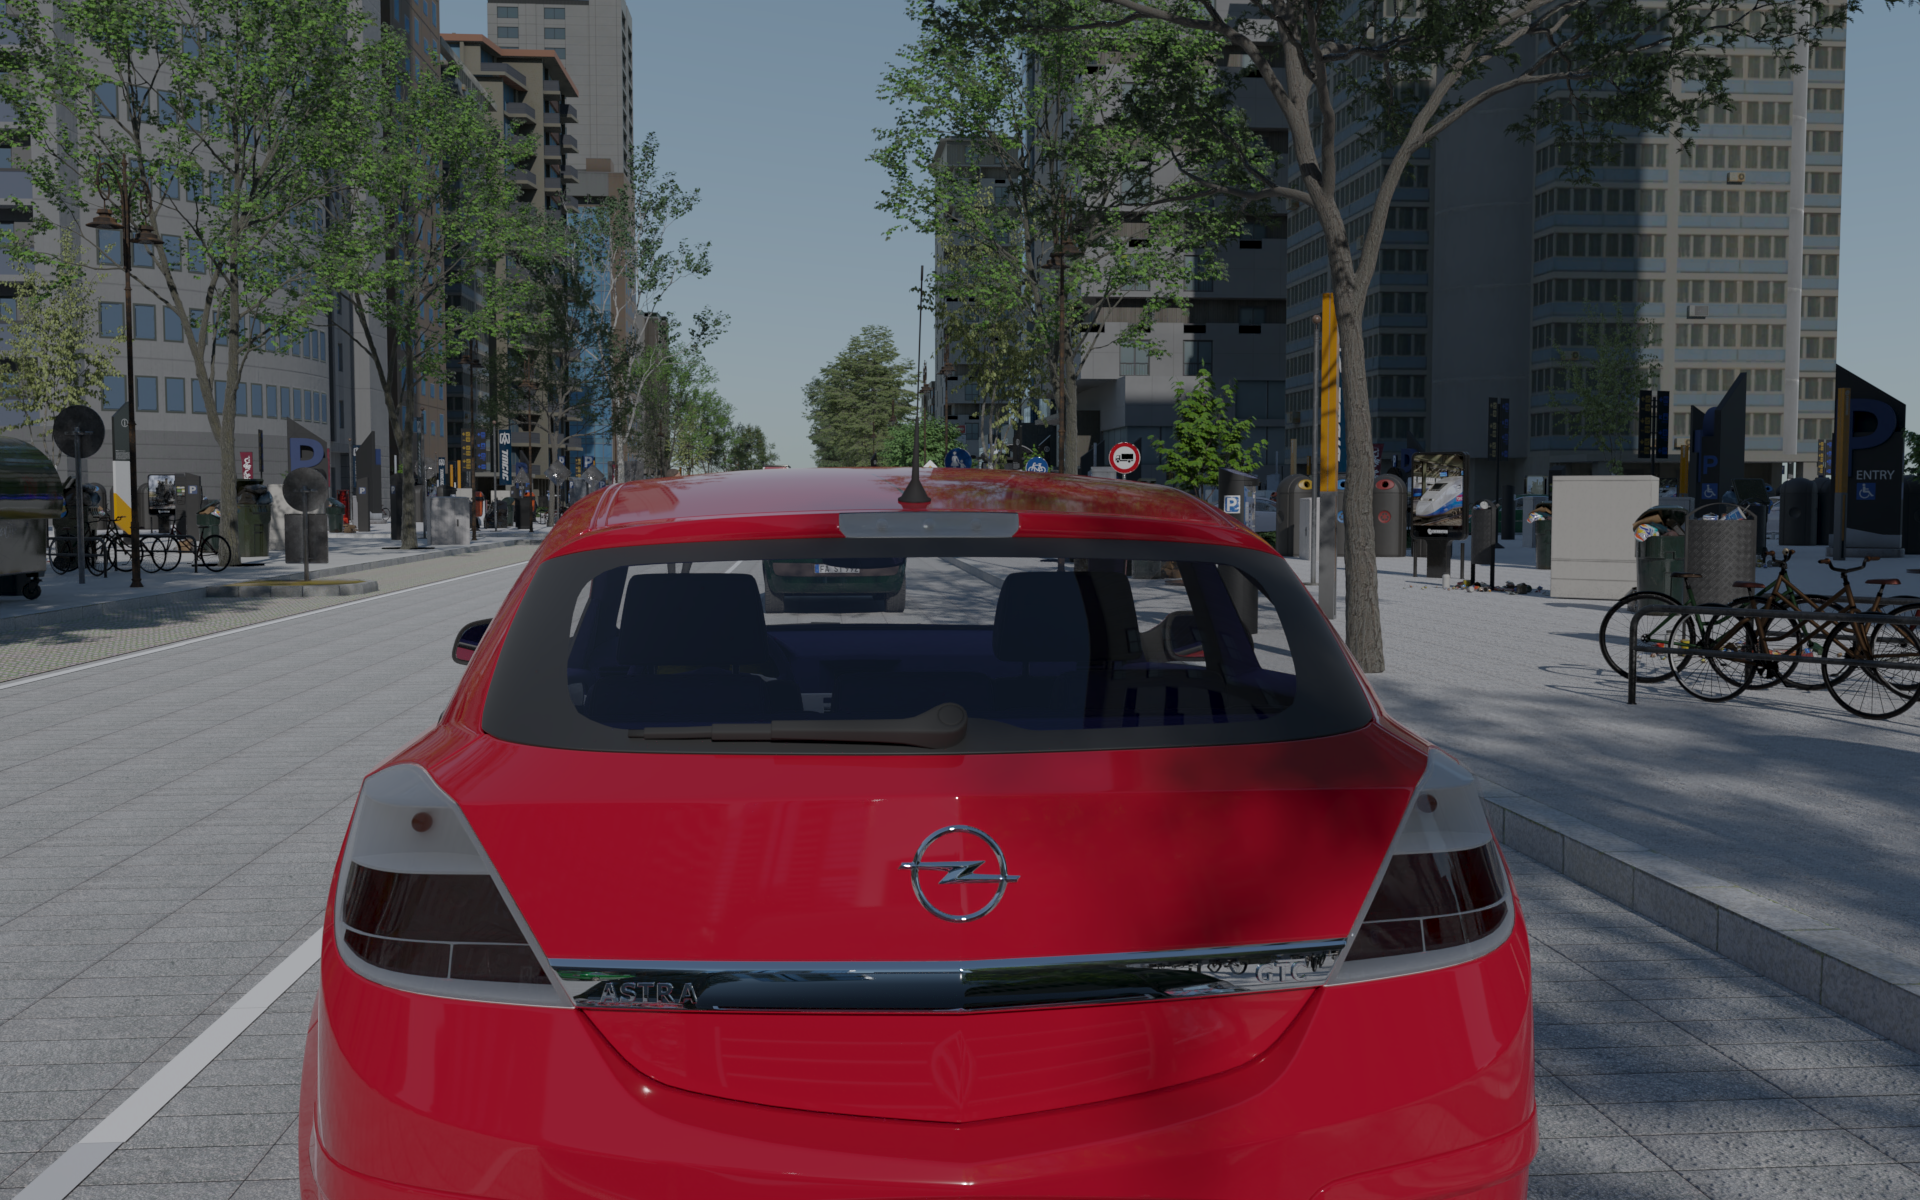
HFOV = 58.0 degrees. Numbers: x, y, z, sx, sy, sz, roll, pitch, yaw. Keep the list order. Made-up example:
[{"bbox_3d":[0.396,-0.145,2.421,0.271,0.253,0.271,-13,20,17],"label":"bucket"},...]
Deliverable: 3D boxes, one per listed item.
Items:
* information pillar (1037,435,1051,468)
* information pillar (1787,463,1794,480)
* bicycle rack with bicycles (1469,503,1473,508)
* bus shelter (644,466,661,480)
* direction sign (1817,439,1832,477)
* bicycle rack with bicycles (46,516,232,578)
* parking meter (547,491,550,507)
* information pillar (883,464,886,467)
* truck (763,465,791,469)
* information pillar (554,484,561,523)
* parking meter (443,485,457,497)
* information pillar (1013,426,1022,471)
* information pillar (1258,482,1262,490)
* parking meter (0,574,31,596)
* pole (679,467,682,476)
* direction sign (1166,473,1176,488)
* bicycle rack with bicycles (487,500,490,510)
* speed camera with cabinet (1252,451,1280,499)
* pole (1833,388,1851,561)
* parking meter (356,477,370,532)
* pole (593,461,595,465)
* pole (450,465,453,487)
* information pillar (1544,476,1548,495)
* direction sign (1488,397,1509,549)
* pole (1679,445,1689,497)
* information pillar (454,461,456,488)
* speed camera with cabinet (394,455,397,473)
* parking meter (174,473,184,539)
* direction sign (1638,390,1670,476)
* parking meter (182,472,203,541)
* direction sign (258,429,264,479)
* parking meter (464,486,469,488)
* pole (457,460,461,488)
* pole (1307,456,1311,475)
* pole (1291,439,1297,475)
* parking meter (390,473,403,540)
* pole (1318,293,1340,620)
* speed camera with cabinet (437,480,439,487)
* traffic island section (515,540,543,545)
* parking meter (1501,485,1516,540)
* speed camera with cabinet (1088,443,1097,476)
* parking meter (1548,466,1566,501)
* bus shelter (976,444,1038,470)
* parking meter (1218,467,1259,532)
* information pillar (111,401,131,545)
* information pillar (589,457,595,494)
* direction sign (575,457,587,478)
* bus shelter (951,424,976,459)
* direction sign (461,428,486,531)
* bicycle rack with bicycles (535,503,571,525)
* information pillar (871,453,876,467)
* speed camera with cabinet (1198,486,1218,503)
[{"bbox_3d":[3.375,-4.744,68.924,0.504,3.616,0.183,-1,4,-13],"label":"information pillar"},{"bbox_3d":[45.503,-6.337,94.964,0.504,3.616,0.183,-2,4,-30],"label":"information pillar"},{"bbox_3d":[36.923,-6.931,126.697,2.852,0.926,2.925,-1,4,-17],"label":"bicycle rack with bicycles"},{"bbox_3d":[-23.021,-8.171,127.516,2.014,3.302,5.546,0,4,-5],"label":"bus shelter"},{"bbox_3d":[35.805,-4.880,71.783,0.876,3.537,0.379,-2,4,-30],"label":"direction sign"},{"bbox_3d":[-13.663,-0.884,27.833,2.925,0.926,2.852,2,4,23],"label":"bicycle rack with bicycles"},{"bbox_3d":[-30.454,-7.346,128.520,0.372,1.533,0.369,0,3,0],"label":"parking meter"},{"bbox_3d":[-5.357,-8.095,123.709,0.183,3.616,0.504,-3,5,-41],"label":"information pillar"},{"bbox_3d":[-17.828,-10.978,168.406,2.839,4.237,11.283,0,4,-4],"label":"truck"},{"bbox_3d":[-17.522,-4.327,75.230,0.304,2.012,0.304,0,4,6],"label":"information pillar"},{"bbox_3d":[-14.109,-2.418,47.941,0.372,1.533,0.369,0,3,0],"label":"parking meter"},{"bbox_3d":[1.984,-4.182,59.735,0.183,3.616,0.504,-2,4,-29],"label":"information pillar"},{"bbox_3d":[18.677,-6.365,108.558,0.304,2.012,0.304,-2,4,-30],"label":"information pillar"},{"bbox_3d":[-11.986,-0.988,21.862,0.399,1.863,0.255,1,4,22],"label":"parking meter"},{"bbox_3d":[-20.912,-8.310,129.704,0.158,3.312,0.155,0,3,0],"label":"pole"},{"bbox_3d":[12.652,-6.720,101.876,0.379,3.537,0.876,-3,4,-36],"label":"direction sign"},{"bbox_3d":[-26.441,-5.075,96.365,2.852,0.926,2.925,-1,4,-22],"label":"bicycle rack with bicycles"},{"bbox_3d":[13.288,-5.078,77.360,0.660,3.252,2.038,-2,4,-25],"label":"speed camera with cabinet"},{"bbox_3d":[17.001,-2.419,33.391,0.158,3.312,0.155,0,3,0],"label":"pole"},{"bbox_3d":[-20.251,-3.245,58.770,0.399,1.863,0.255,0,4,-3],"label":"parking meter"},{"bbox_3d":[-22.426,-6.854,105.900,0.158,3.312,0.155,0,3,0],"label":"pole"},{"bbox_3d":[-35.463,-7.767,120.833,0.158,3.312,0.155,0,3,0],"label":"pole"},{"bbox_3d":[24.280,-4.142,72.216,0.304,2.012,0.304,0,4,-7],"label":"information pillar"},{"bbox_3d":[12.670,-2.985,40.804,0.876,3.537,0.379,-3,5,-43],"label":"direction sign"},{"bbox_3d":[29.982,-4.773,71.884,0.158,3.312,0.155,0,3,0],"label":"pole"},{"bbox_3d":[-36.202,-8.126,124.219,0.183,3.616,0.504,-1,4,-13],"label":"information pillar"},{"bbox_3d":[-28.112,-5.750,88.355,2.038,3.252,0.660,2,4,25],"label":"speed camera with cabinet"},{"bbox_3d":[-22.067,-2.650,49.034,0.255,1.863,0.399,-2,4,-29],"label":"parking meter"},{"bbox_3d":[15.165,-2.809,37.918,0.876,3.537,0.379,-2,4,-26],"label":"direction sign"},{"bbox_3d":[-20.737,-2.520,46.917,0.399,1.863,0.255,-1,4,-14],"label":"parking meter"},{"bbox_3d":[-24.584,-4.218,60.959,0.379,3.537,0.876,-1,4,-14],"label":"direction sign"},{"bbox_3d":[-32.951,-6.731,115.757,0.255,1.863,0.399,2,4,34],"label":"parking meter"},{"bbox_3d":[-30.398,-6.807,105.133,0.158,3.312,0.155,0,3,0],"label":"pole"},{"bbox_3d":[18.665,-6.046,92.702,0.158,3.312,0.155,0,3,0],"label":"pole"},{"bbox_3d":[12.337,-4.298,64.108,0.158,3.312,0.155,0,3,0],"label":"pole"},{"bbox_3d":[-15.706,-2.607,48.341,0.399,1.863,0.255,3,5,43],"label":"parking meter"},{"bbox_3d":[3.772,-1.458,17.690,0.158,3.312,0.155,0,3,0],"label":"pole"},{"bbox_3d":[-32.253,-6.981,108.469,2.038,3.252,0.660,-1,4,-13],"label":"speed camera with cabinet"},{"bbox_3d":[-11.603,-1.692,49.940,2.009,0.180,2.903,0,4,-5],"label":"traffic island section"},{"bbox_3d":[15.404,-2.461,48.646,0.372,1.533,0.369,0,3,0],"label":"parking meter"},{"bbox_3d":[4.879,-4.404,66.347,0.660,3.252,2.038,3,5,44],"label":"speed camera with cabinet"},{"bbox_3d":[12.170,-1.812,35.339,0.255,1.863,0.399,2,4,33],"label":"parking meter"},{"bbox_3d":[1.919,-4.798,72.364,2.014,3.302,5.546,0,4,-5],"label":"bus shelter"},{"bbox_3d":[2.558,-0.460,15.924,0.372,1.533,0.369,0,3,0],"label":"parking meter"},{"bbox_3d":[-21.031,-3.189,43.492,0.183,3.616,0.504,1,4,22],"label":"information pillar"},{"bbox_3d":[-23.173,-7.205,109.161,0.504,3.616,0.183,2,4,28],"label":"information pillar"},{"bbox_3d":[-23.026,-6.958,105.759,0.876,3.537,0.379,-1,4,-16],"label":"direction sign"},{"bbox_3d":[-0.506,-7.299,96.976,2.179,5.291,8.768,0,4,-5],"label":"bus shelter"},{"bbox_3d":[-16.846,-4.164,60.072,0.876,3.537,0.379,-3,4,-37],"label":"direction sign"},{"bbox_3d":[-16.718,-3.698,73.849,2.925,0.926,2.852,-1,4,-18],"label":"bicycle rack with bicycles"},{"bbox_3d":[-4.854,-6.488,97.425,0.183,3.616,0.504,2,4,31],"label":"information pillar"},{"bbox_3d":[9.510,-4.336,65.233,0.660,3.252,2.038,0,4,-7],"label":"speed camera with cabinet"}]
